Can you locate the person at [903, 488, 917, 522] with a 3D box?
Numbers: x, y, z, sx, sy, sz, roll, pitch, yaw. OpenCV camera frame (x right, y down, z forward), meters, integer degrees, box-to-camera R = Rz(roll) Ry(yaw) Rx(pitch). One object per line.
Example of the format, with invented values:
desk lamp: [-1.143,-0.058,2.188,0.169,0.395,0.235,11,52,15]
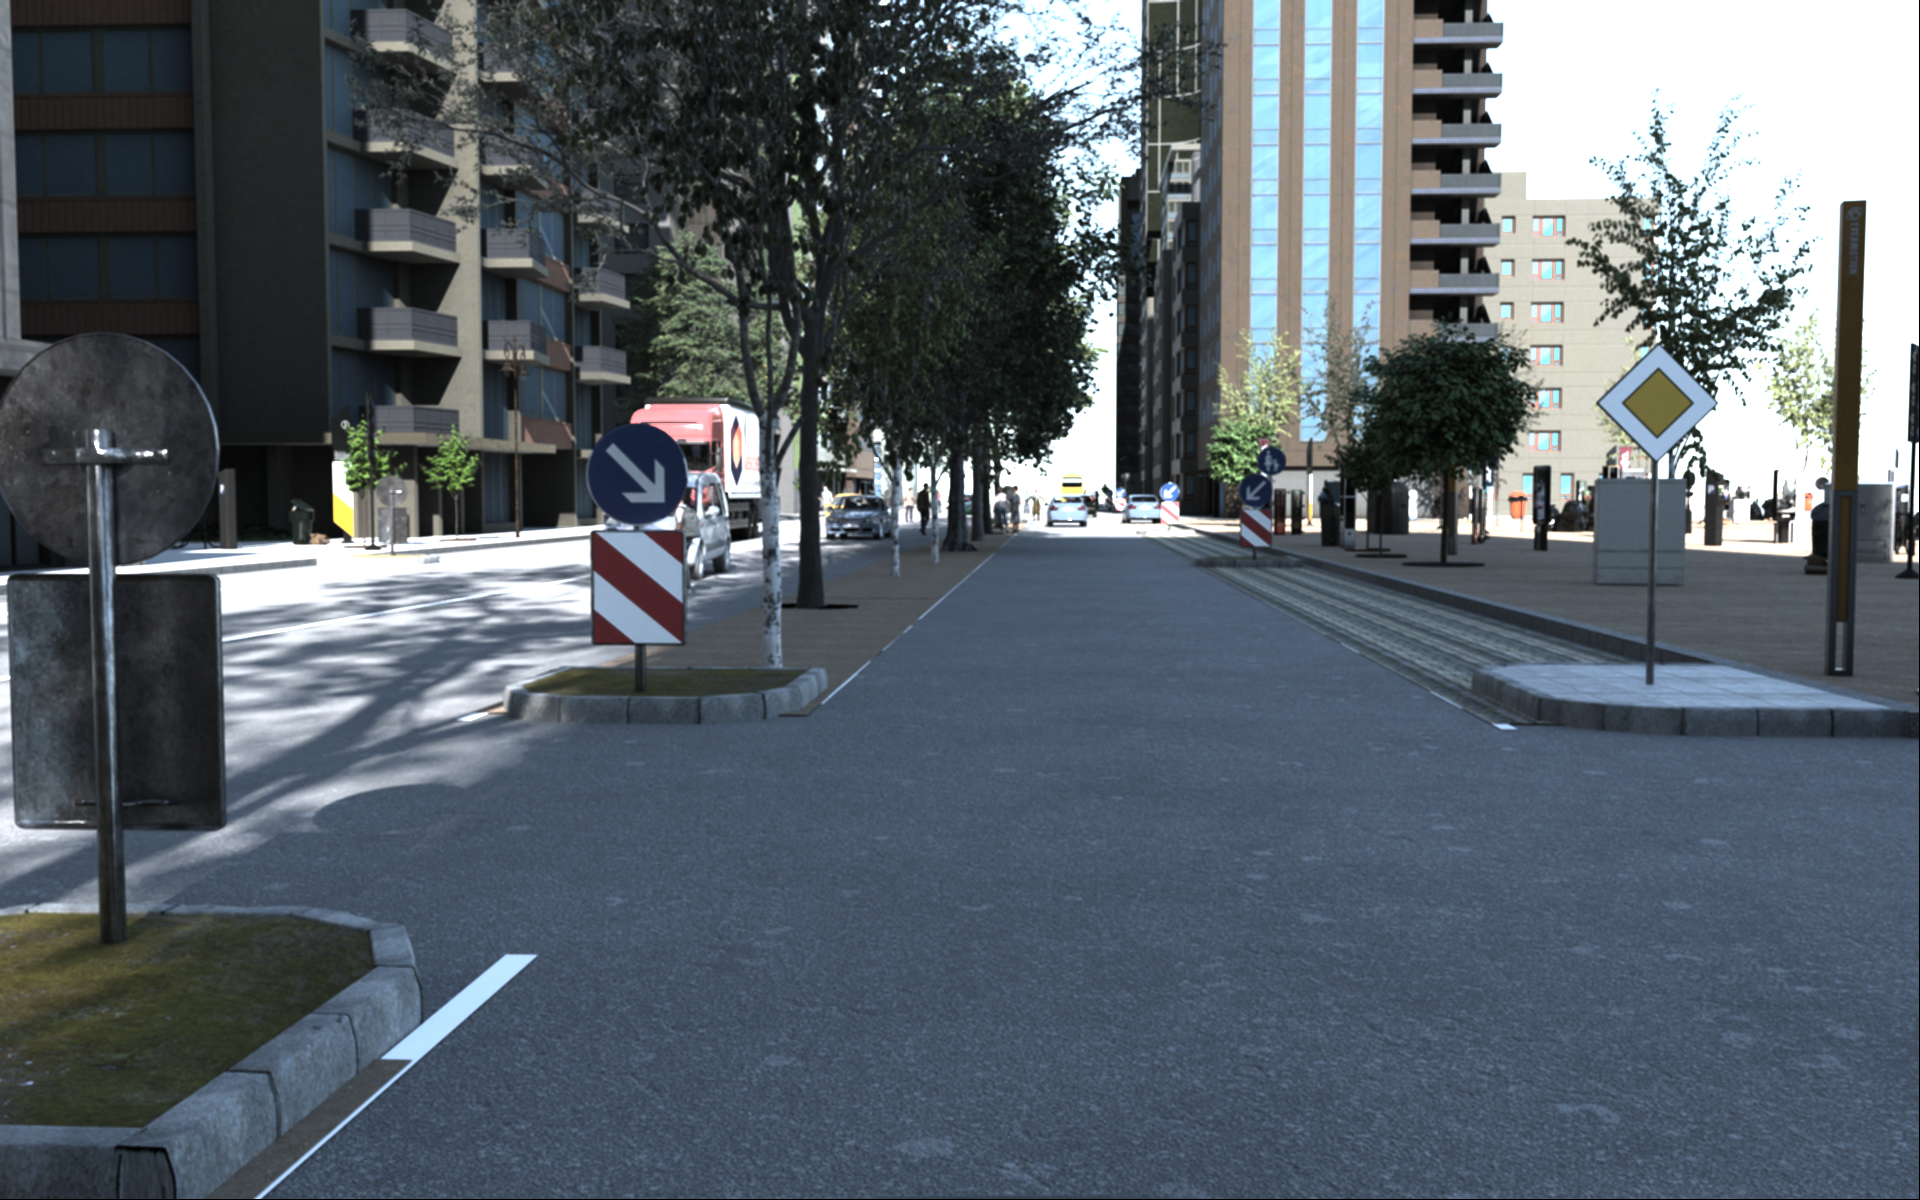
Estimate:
person: [-2.478,-4.878,88.780,0.617,1.759,0.750,3,4,37]

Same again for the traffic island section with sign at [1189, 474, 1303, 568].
traffic island section with sign: [5.692,-1.580,34.466,1.989,1.847,2.006,0,4,3]

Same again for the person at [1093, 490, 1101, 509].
person: [12.846,-9.428,162.655,1.348,1.823,0.705,-3,5,-41]

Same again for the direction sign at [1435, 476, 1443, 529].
direction sign: [17.618,-4.365,63.372,0.876,3.537,0.379,0,4,3]

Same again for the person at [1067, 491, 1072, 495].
person: [9.825,-8.901,154.970,0.756,1.711,0.436,2,4,30]

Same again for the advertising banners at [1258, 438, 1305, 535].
advertising banners: [10.082,-3.562,54.419,2.074,3.025,0.090,-2,4,-35]

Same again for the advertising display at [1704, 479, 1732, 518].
advertising display: [32.594,-4.242,74.578,0.974,1.923,0.123,2,4,31]

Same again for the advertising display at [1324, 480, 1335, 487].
advertising display: [17.050,-4.565,79.849,0.123,1.923,0.974,3,4,37]

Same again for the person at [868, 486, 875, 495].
person: [-4.591,-4.943,88.949,0.705,1.869,1.348,2,4,25]

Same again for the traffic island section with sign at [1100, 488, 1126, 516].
traffic island section with sign: [10.227,-6.298,111.606,1.989,1.847,2.006,0,4,3]

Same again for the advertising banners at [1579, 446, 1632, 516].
advertising banners: [23.710,-4.123,63.591,2.074,3.025,0.090,-1,4,-10]

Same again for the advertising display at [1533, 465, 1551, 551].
advertising display: [13.235,-2.092,39.421,0.123,1.923,0.974,0,4,3]

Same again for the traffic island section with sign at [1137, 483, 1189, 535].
traffic island section with sign: [7.284,-3.229,61.419,1.989,1.847,2.006,0,4,3]

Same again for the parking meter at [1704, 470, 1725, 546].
parking meter: [18.622,-2.265,42.748,0.255,1.863,0.399,-2,4,-30]

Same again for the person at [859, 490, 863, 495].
person: [-7.043,-6.902,122.062,1.217,1.735,0.721,0,4,-2]

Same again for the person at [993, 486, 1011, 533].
person: [1.644,-3.356,64.035,0.731,1.740,0.598,-1,4,-20]

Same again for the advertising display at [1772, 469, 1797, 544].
advertising display: [21.458,-2.439,45.086,0.974,1.923,0.123,-3,4,-37]

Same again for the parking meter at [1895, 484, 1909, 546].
parking meter: [23.327,-2.116,43.007,0.372,1.533,0.369,0,3,0]

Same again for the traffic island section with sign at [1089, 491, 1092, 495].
traffic island section with sign: [15.039,-11.291,193.242,1.989,1.847,2.006,0,4,3]

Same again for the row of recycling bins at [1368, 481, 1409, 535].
row of recycling bins: [13.925,-3.024,56.552,1.069,1.692,3.534,0,4,5]

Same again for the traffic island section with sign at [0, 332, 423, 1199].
traffic island section with sign: [-2.472,0.231,4.362,2.006,1.907,1.989,0,4,3]

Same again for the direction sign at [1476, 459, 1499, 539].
direction sign: [15.023,-3.523,49.598,0.379,3.537,0.876,-2,4,-29]

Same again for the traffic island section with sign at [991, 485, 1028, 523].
traffic island section with sign: [2.377,-4.809,86.766,2.006,1.907,1.989,0,4,3]

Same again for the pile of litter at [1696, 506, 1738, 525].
pile of litter: [31.599,-3.556,72.098,1.719,0.858,1.176,3,5,40]

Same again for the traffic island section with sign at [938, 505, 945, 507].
traffic island section with sign: [-2.492,-11.364,194.428,1.989,1.847,2.006,0,4,3]

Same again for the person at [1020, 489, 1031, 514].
person: [4.914,-7.284,127.681,1.350,1.814,0.705,0,4,-2]

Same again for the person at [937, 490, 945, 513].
person: [-1.554,-7.393,130.100,1.217,1.743,0.721,-2,4,-25]

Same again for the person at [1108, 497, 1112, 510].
person: [12.622,-8.374,146.359,0.436,1.711,0.756,0,4,6]

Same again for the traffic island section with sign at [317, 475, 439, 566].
traffic island section with sign: [-11.841,-1.647,35.551,1.989,1.847,2.006,0,4,3]

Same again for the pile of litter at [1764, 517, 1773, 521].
pile of litter: [38.609,-4.124,81.388,1.176,0.858,1.719,-1,4,-9]

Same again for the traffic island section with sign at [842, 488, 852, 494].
traffic island section with sign: [-7.312,-6.358,112.584,1.989,1.847,2.006,0,4,3]

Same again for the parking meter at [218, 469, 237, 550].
parking meter: [-16.936,-2.101,40.055,0.399,1.863,0.255,3,5,42]

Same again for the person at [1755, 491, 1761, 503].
person: [75.350,-9.435,163.470,0.721,1.736,1.217,3,5,43]

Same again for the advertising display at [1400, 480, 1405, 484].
advertising display: [20.236,-4.527,79.225,0.123,1.923,0.974,0,4,6]

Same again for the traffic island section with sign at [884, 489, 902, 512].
traffic island section with sign: [-5.738,-8.008,139.553,1.989,1.847,2.006,0,4,3]

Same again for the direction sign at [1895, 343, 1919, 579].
direction sign: [14.484,-2.099,26.316,0.379,3.537,0.876,3,4,39]

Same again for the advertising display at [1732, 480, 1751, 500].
advertising display: [36.888,-4.696,81.990,0.974,1.923,0.123,0,4,4]

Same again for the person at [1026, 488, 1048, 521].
person: [4.102,-5.093,92.509,1.217,1.736,0.721,-1,4,-13]

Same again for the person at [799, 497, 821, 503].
person: [-7.830,-5.054,91.148,1.348,1.822,0.705,-1,4,-15]

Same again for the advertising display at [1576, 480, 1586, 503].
advertising display: [29.540,-4.721,82.403,0.123,1.923,0.974,3,5,39]

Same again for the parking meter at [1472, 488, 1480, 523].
parking meter: [22.812,-4.163,76.478,0.372,1.533,0.369,0,3,0]

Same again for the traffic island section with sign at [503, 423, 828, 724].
traffic island section with sign: [-2.027,-0.221,11.756,2.006,1.907,1.989,0,4,3]

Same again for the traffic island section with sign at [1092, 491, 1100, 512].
traffic island section with sign: [11.812,-7.944,138.514,1.989,1.847,2.006,0,4,3]

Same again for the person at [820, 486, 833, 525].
person: [-6.116,-4.342,79.606,0.709,1.813,0.853,1,4,15]

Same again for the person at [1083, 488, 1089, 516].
person: [8.396,-6.532,115.308,0.705,1.822,1.348,2,4,34]

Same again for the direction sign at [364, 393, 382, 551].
direction sign: [-13.399,-2.901,39.429,0.379,3.537,0.876,-1,4,-10]

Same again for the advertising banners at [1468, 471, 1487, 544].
advertising banners: [13.198,-2.940,44.265,0.090,3.025,2.074,2,4,29]
